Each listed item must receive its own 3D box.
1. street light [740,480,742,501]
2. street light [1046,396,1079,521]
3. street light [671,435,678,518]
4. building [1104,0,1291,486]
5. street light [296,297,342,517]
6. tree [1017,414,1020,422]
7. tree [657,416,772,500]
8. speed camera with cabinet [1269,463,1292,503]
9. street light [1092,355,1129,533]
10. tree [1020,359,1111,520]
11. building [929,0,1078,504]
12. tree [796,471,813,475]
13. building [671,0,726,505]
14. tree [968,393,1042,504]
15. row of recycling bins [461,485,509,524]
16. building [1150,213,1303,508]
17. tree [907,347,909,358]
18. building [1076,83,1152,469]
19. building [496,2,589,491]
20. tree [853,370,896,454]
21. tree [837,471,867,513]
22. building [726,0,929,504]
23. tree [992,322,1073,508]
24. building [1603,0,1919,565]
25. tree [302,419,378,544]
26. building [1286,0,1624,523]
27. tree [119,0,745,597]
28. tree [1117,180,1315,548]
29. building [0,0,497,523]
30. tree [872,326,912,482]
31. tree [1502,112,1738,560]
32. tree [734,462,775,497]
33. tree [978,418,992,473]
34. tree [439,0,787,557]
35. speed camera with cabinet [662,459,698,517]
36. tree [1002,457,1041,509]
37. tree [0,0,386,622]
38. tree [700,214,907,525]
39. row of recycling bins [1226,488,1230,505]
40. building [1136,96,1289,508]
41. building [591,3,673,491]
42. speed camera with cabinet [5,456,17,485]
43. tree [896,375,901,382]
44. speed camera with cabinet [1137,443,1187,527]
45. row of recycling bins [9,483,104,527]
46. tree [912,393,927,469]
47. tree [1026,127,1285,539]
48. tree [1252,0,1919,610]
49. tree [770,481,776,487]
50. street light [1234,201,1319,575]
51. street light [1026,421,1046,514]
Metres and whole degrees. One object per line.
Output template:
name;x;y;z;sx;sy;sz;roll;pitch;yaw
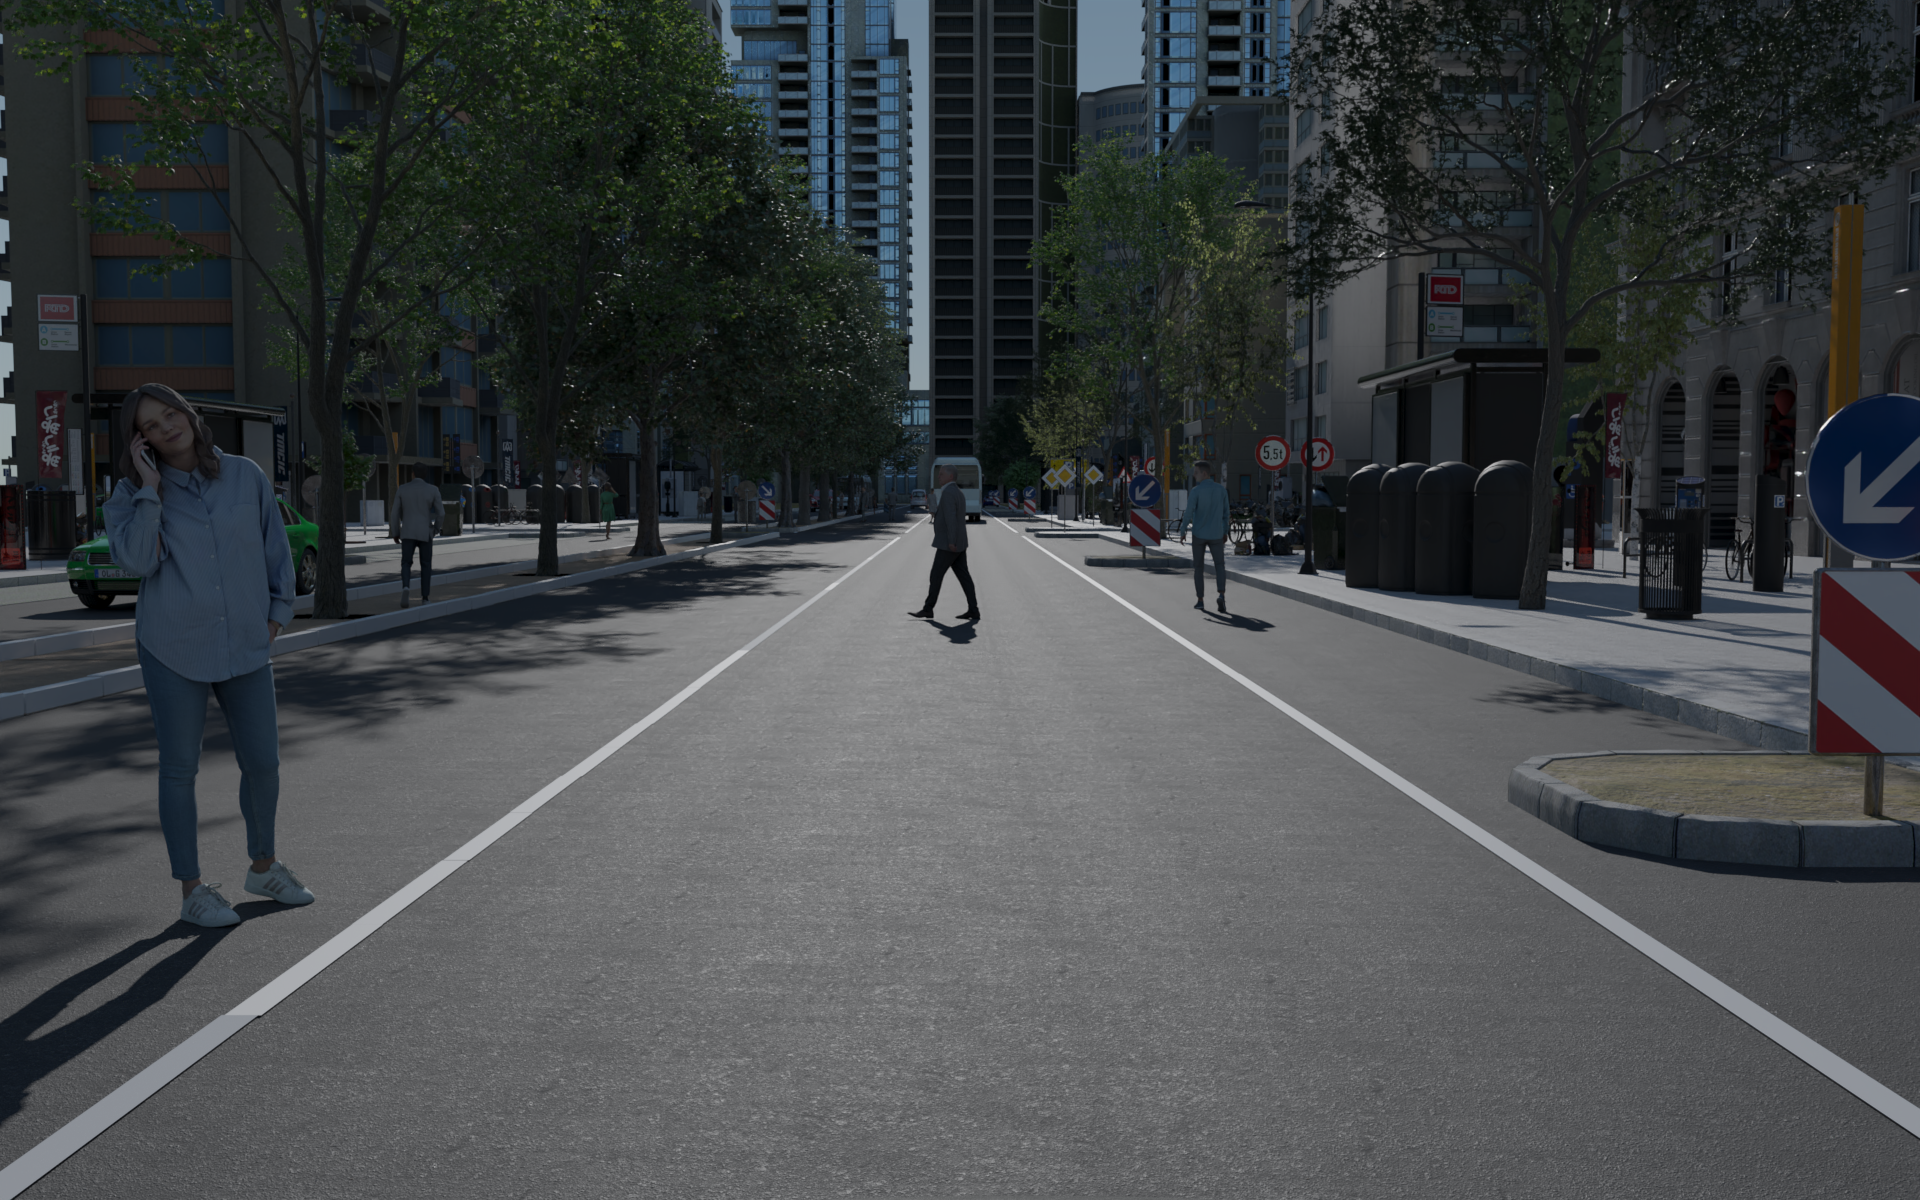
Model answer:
street light;-15.080;-9.230;123.449;1.470;5.913;1.316;0;3;0
street light;4.920;-6.645;81.192;1.470;5.913;1.316;0;3;0
street light;-15.034;-7.451;94.368;1.470;5.913;1.316;0;3;0
building;28.295;-53.550;188.220;22.319;86.520;31.000;0;3;0
street light;-15.071;-4.183;40.939;1.470;5.913;1.316;0;3;0
tree;5.773;-9.278;102.052;4.360;8.622;3.978;0;3;0
tree;-16.035;-10.821;111.333;7.601;10.594;8.767;1;4;9
speed camera with cabinet;17.579;-6.159;95.043;0.660;3.252;2.038;-1;4;-11
street light;4.962;-5.192;57.430;1.470;5.913;1.316;0;3;0
tree;5.905;-8.218;84.724;4.360;8.622;3.978;0;3;0
building;6.066;-49.248;243.454;20.611;71.187;20.563;0;3;0
tree;-16.213;-15.184;182.664;8.767;10.594;7.601;1;4;9
building;-41.077;-39.884;194.107;28.212;58.520;21.231;0;3;0
tree;6.105;-18.739;213.044;9.857;13.997;8.962;0;3;0
row of recycling bins;-21.106;-4.170;75.288;1.069;1.692;3.534;2;4;31
building;28.747;-16.890;121.198;27.650;21.520;28.899;0;3;0
tree;-7.063;-11.018;89.260;9.857;13.997;8.962;0;3;0
building;30.476;-42.999;245.030;28.212;58.520;21.231;0;3;0
building;-33.652;-26.616;118.759;14.154;41.232;14.086;0;3;0
tree;-6.924;-7.422;49.560;9.928;11.665;9.643;0;3;0
tree;-7.338;-10.398;122.826;4.360;8.622;3.978;0;3;0
building;-19.740;-56.967;244.074;31.000;86.520;22.319;0;3;0
tree;6.174;-8.550;74.209;8.767;10.594;7.601;0;4;-4
building;23.156;-11.739;33.731;13.314;21.916;24.055;0;3;0
tree;-15.820;-3.070;44.793;1.663;3.219;1.824;0;3;0
building;23.701;-24.348;81.678;14.086;41.232;14.154;0;3;0
tree;-7.057;-6.203;29.635;9.928;11.665;9.643;0;3;0
tree;6.362;-5.577;41.548;4.360;8.622;3.978;0;3;0
building;-35.874;-26.581;89.228;22.147;44.769;28.867;0;3;0
tree;-6.992;-9.172;69.425;9.611;12.733;9.660;0;3;0
tree;12.995;-5.086;33.521;4.737;8.622;4.395;0;3;0
tree;-16.723;-9.632;141.199;4.285;4.588;4.351;0;3;0
tree;6.461;-12.051;131.446;8.767;10.594;7.601;1;4;20
tree;-7.178;-7.352;39.676;9.611;12.733;9.660;0;3;0
speed camera with cabinet;-15.996;-6.398;98.951;2.038;3.252;0.660;-3;4;-37
tree;5.621;-10.275;151.715;4.285;4.588;4.351;0;3;0
tree;-7.115;-5.577;19.401;9.928;11.665;9.643;0;3;0
tree;-7.201;-10.410;79.322;9.857;13.997;8.962;0;3;0
row of recycling bins;15.480;-5.894;103.482;1.069;1.692;3.534;1;4;19
building;32.767;-28.765;162.192;32.217;40.220;23.993;0;3;0
building;-37.649;-51.469;154.195;22.319;86.520;31.000;0;3;0
speed camera with cabinet;-48.997;-5.801;89.178;0.660;3.252;2.038;0;4;-7
tree;-7.168;-10.487;99.680;9.928;11.665;9.643;0;3;0
speed camera with cabinet;7.851;-4.458;67.217;2.038;3.252;0.660;3;5;44
row of recycling bins;-35.441;-3.709;67.758;3.534;1.692;1.069;-1;4;-22
tree;-6.914;-11.623;109.498;9.611;12.733;9.660;0;3;0
tree;5.631;-7.570;49.527;9.928;11.665;9.643;0;3;0
tree;6.661;-5.161;18.791;7.601;10.594;8.767;2;4;31
tree;-16.996;-9.526;150.349;1.663;3.219;1.824;0;3;0
street light;5.036;-3.366;27.580;1.470;5.913;1.316;0;3;0
street light;4.954;-8.424;110.273;1.470;5.913;1.316;0;3;0
